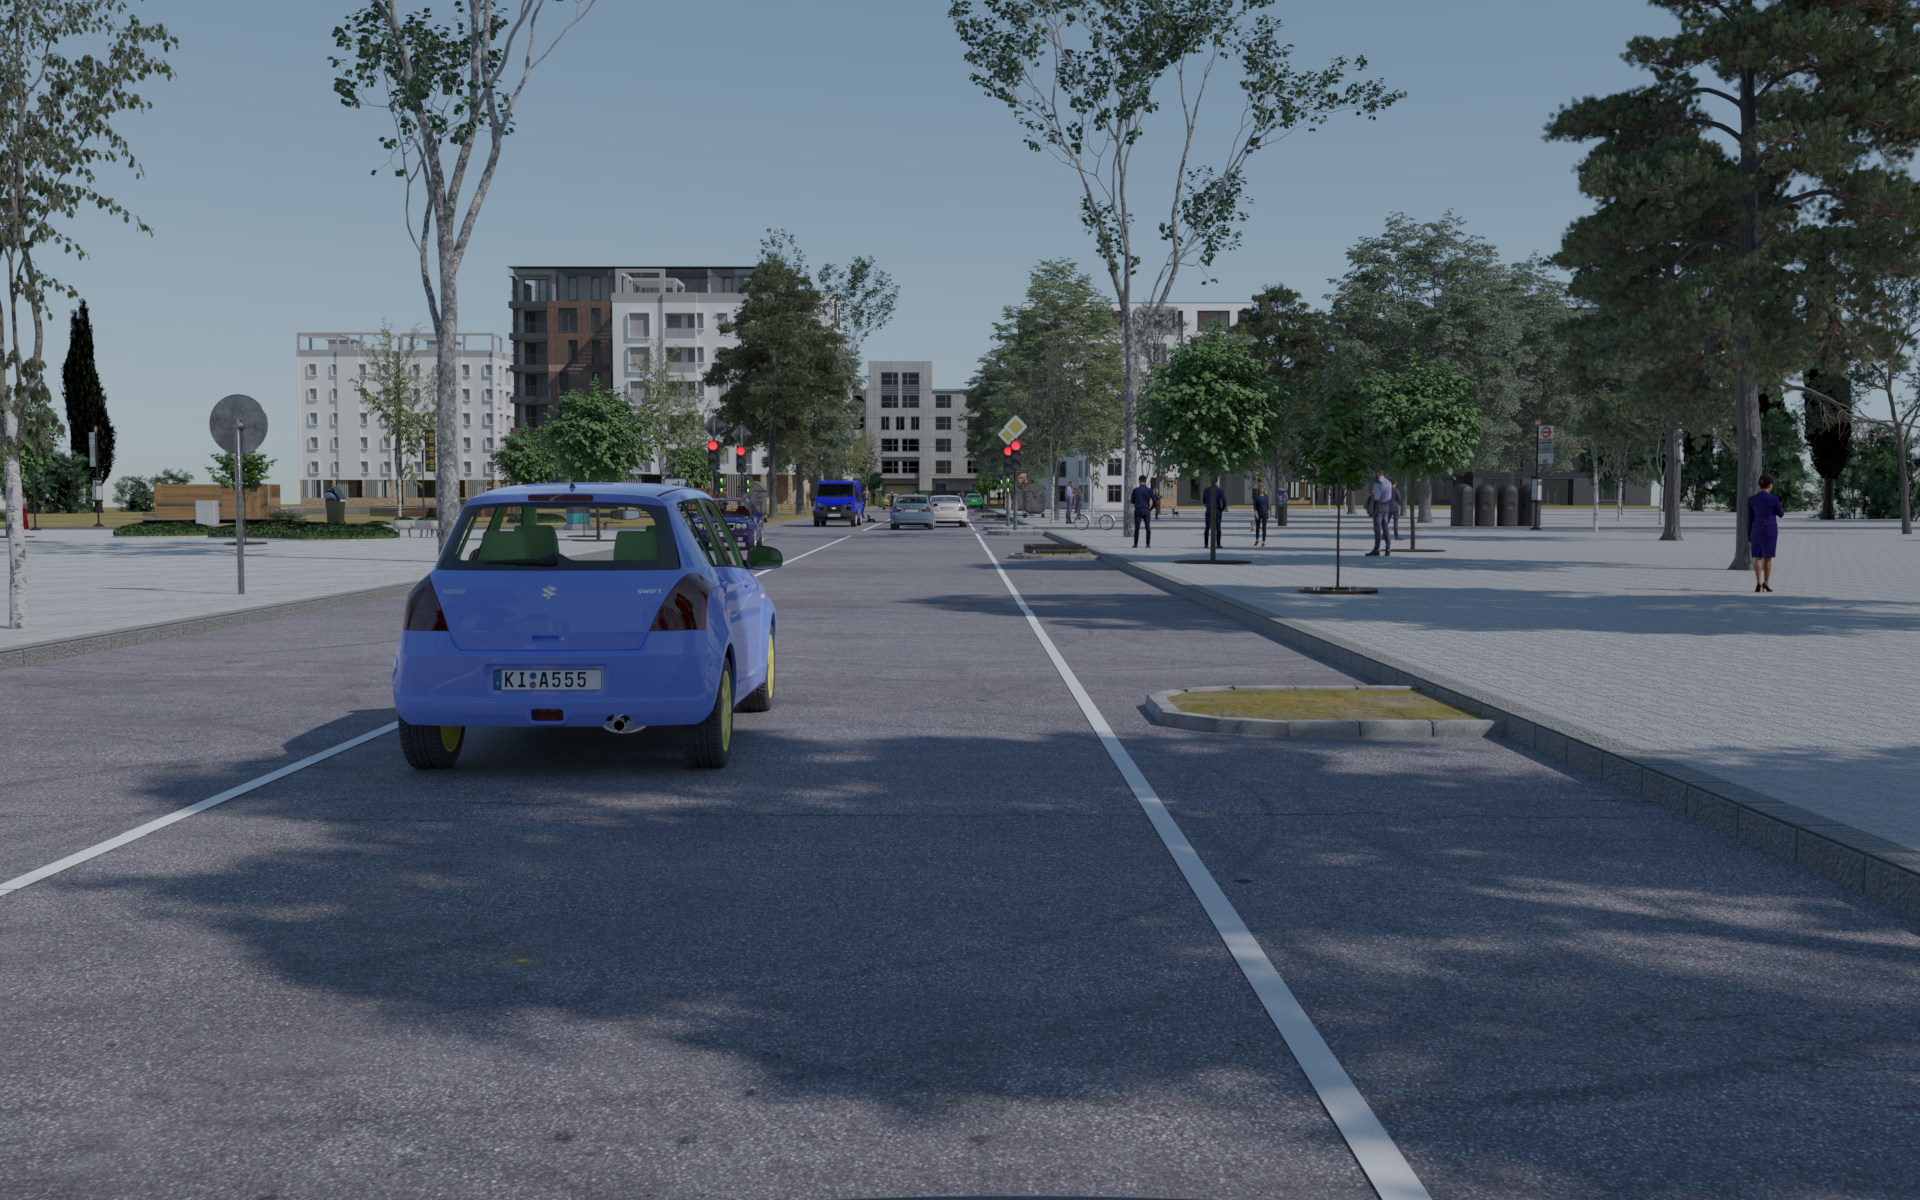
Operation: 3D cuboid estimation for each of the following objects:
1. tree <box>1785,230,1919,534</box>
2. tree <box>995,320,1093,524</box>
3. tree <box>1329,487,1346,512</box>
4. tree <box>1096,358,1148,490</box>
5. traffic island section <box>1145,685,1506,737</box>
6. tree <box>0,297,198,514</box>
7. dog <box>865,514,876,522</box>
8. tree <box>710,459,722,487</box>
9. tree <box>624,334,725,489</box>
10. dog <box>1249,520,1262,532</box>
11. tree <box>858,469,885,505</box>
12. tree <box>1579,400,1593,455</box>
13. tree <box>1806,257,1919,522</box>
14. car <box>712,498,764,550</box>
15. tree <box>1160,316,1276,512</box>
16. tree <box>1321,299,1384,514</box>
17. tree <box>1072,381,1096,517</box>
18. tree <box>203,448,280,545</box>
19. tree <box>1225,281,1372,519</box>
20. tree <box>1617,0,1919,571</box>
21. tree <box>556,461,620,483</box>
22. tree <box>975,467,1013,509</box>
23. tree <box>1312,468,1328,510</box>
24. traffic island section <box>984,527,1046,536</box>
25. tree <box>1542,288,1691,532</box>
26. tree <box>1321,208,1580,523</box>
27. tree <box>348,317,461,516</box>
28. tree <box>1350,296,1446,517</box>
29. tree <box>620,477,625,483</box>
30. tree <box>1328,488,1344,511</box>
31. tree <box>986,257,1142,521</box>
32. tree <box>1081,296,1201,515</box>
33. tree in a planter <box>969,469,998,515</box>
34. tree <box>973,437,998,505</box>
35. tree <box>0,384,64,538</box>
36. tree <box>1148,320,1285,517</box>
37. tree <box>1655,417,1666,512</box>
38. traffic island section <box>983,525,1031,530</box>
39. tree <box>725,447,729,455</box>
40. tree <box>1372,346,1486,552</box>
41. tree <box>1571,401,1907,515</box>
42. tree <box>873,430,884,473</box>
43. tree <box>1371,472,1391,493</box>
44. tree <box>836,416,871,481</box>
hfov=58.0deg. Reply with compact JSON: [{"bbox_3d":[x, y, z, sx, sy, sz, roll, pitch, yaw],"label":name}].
[{"bbox_3d":[30.183,-7.394,55.299,8.767,10.594,7.601,-1,4,-10],"label":"tree"},{"bbox_3d":[3.842,-7.555,73.881,4.360,8.622,3.978,0,3,0],"label":"tree"},{"bbox_3d":[28.841,-11.714,141.883,4.737,8.622,4.395,0,3,0],"label":"tree"},{"bbox_3d":[9.820,-8.613,91.179,4.737,8.622,4.395,0,3,0],"label":"tree"},{"bbox_3d":[2.234,0.713,11.204,1.991,0.108,1.994,0,4,0],"label":"traffic island section"},{"bbox_3d":[-61.573,-13.323,119.657,13.155,14.587,18.604,0,4,1],"label":"tree"},{"bbox_3d":[-4.581,-4.168,88.340,0.550,0.427,0.748,-1,4,-17],"label":"dog"},{"bbox_3d":[-15.502,-7.083,99.522,4.285,4.588,4.351,0,3,0],"label":"tree"},{"bbox_3d":[-13.569,-7.910,79.683,4.737,8.622,4.395,0,3,0],"label":"tree"},{"bbox_3d":[10.138,-2.528,59.068,0.748,0.427,0.550,-1,4,-14],"label":"dog"},{"bbox_3d":[-10.698,-13.745,208.443,4.285,4.588,4.351,0,3,0],"label":"tree"},{"bbox_3d":[28.498,-11.201,89.794,9.857,13.997,8.962,0,3,0],"label":"tree"},{"bbox_3d":[46.335,-11.038,82.288,13.155,14.587,18.604,-2,4,-27],"label":"tree"},{"bbox_3d":[-6.094,-1.995,45.192,1.945,1.354,3.894,0,4,-2],"label":"car"},{"bbox_3d":[18.606,-13.211,122.656,9.857,13.997,8.962,0,3,0],"label":"tree"},{"bbox_3d":[24.446,-12.331,109.035,7.806,13.903,7.818,0,3,0],"label":"tree"},{"bbox_3d":[7.735,-9.004,97.584,4.737,8.622,4.395,0,3,0],"label":"tree"},{"bbox_3d":[-18.225,-3.024,44.038,1.663,3.219,1.824,0,3,0],"label":"tree"},{"bbox_3d":[16.171,-10.141,87.861,6.751,12.117,7.091,0,3,0],"label":"tree"},{"bbox_3d":[13.237,-6.533,28.871,6.751,12.117,7.091,0,3,0],"label":"tree"},{"bbox_3d":[-11.300,-3.497,51.782,1.663,3.219,1.824,0,3,0],"label":"tree"},{"bbox_3d":[3.359,-12.587,189.516,4.285,4.588,4.351,0,3,0],"label":"tree"},{"bbox_3d":[17.024,-8.909,96.018,4.737,8.622,4.395,0,3,0],"label":"tree"},{"bbox_3d":[1.974,-2.374,61.099,2.009,0.180,2.903,0,4,0],"label":"traffic island section"},{"bbox_3d":[21.495,-6.569,57.765,4.360,8.622,3.978,0,3,0],"label":"tree"},{"bbox_3d":[20.527,-10.384,76.436,9.857,13.997,8.962,0,3,0],"label":"tree"},{"bbox_3d":[-23.402,-7.495,72.898,4.737,8.622,4.395,0,3,0],"label":"tree"},{"bbox_3d":[25.341,-11.080,99.290,7.486,12.596,7.792,0,3,0],"label":"tree"},{"bbox_3d":[-15.374,-4.951,75.550,1.663,3.219,1.824,0,3,0],"label":"tree"},{"bbox_3d":[28.414,-11.117,132.123,4.360,8.622,3.978,0,3,0],"label":"tree"},{"bbox_3d":[5.015,-10.112,83.450,7.486,12.596,7.792,0,3,0],"label":"tree"},{"bbox_3d":[12.275,-12.046,107.322,12.009,13.543,11.850,0,3,0],"label":"tree"},{"bbox_3d":[1.655,-7.577,121.111,1.991,3.239,1.994,0,4,0],"label":"tree in a planter"},{"bbox_3d":[3.314,-15.214,199.113,4.737,8.622,4.395,0,3,0],"label":"tree"},{"bbox_3d":[-28.147,-4.109,50.903,4.285,4.588,4.351,0,3,0],"label":"tree"},{"bbox_3d":[11.239,-7.574,74.194,4.737,8.622,4.395,0,3,0],"label":"tree"},{"bbox_3d":[55.745,-13.721,126.162,13.155,14.587,18.604,1,4,16],"label":"tree"},{"bbox_3d":[1.932,-2.863,69.084,2.009,0.180,2.903,0,4,0],"label":"traffic island section"},{"bbox_3d":[-20.581,-11.575,139.617,4.737,8.622,4.395,0,3,0],"label":"tree"},{"bbox_3d":[10.214,-3.369,38.801,4.285,4.588,4.351,0,3,0],"label":"tree"},{"bbox_3d":[48.400,-8.790,106.627,20.602,7.101,11.467,-2,4,-25],"label":"tree"},{"bbox_3d":[-9.933,-14.236,183.113,4.360,8.622,3.978,0,3,0],"label":"tree"},{"bbox_3d":[28.516,-12.097,119.843,6.751,12.117,7.091,0,3,0],"label":"tree"},{"bbox_3d":[-10.108,-12.501,154.755,4.737,8.622,4.395,0,3,0],"label":"tree"}]
